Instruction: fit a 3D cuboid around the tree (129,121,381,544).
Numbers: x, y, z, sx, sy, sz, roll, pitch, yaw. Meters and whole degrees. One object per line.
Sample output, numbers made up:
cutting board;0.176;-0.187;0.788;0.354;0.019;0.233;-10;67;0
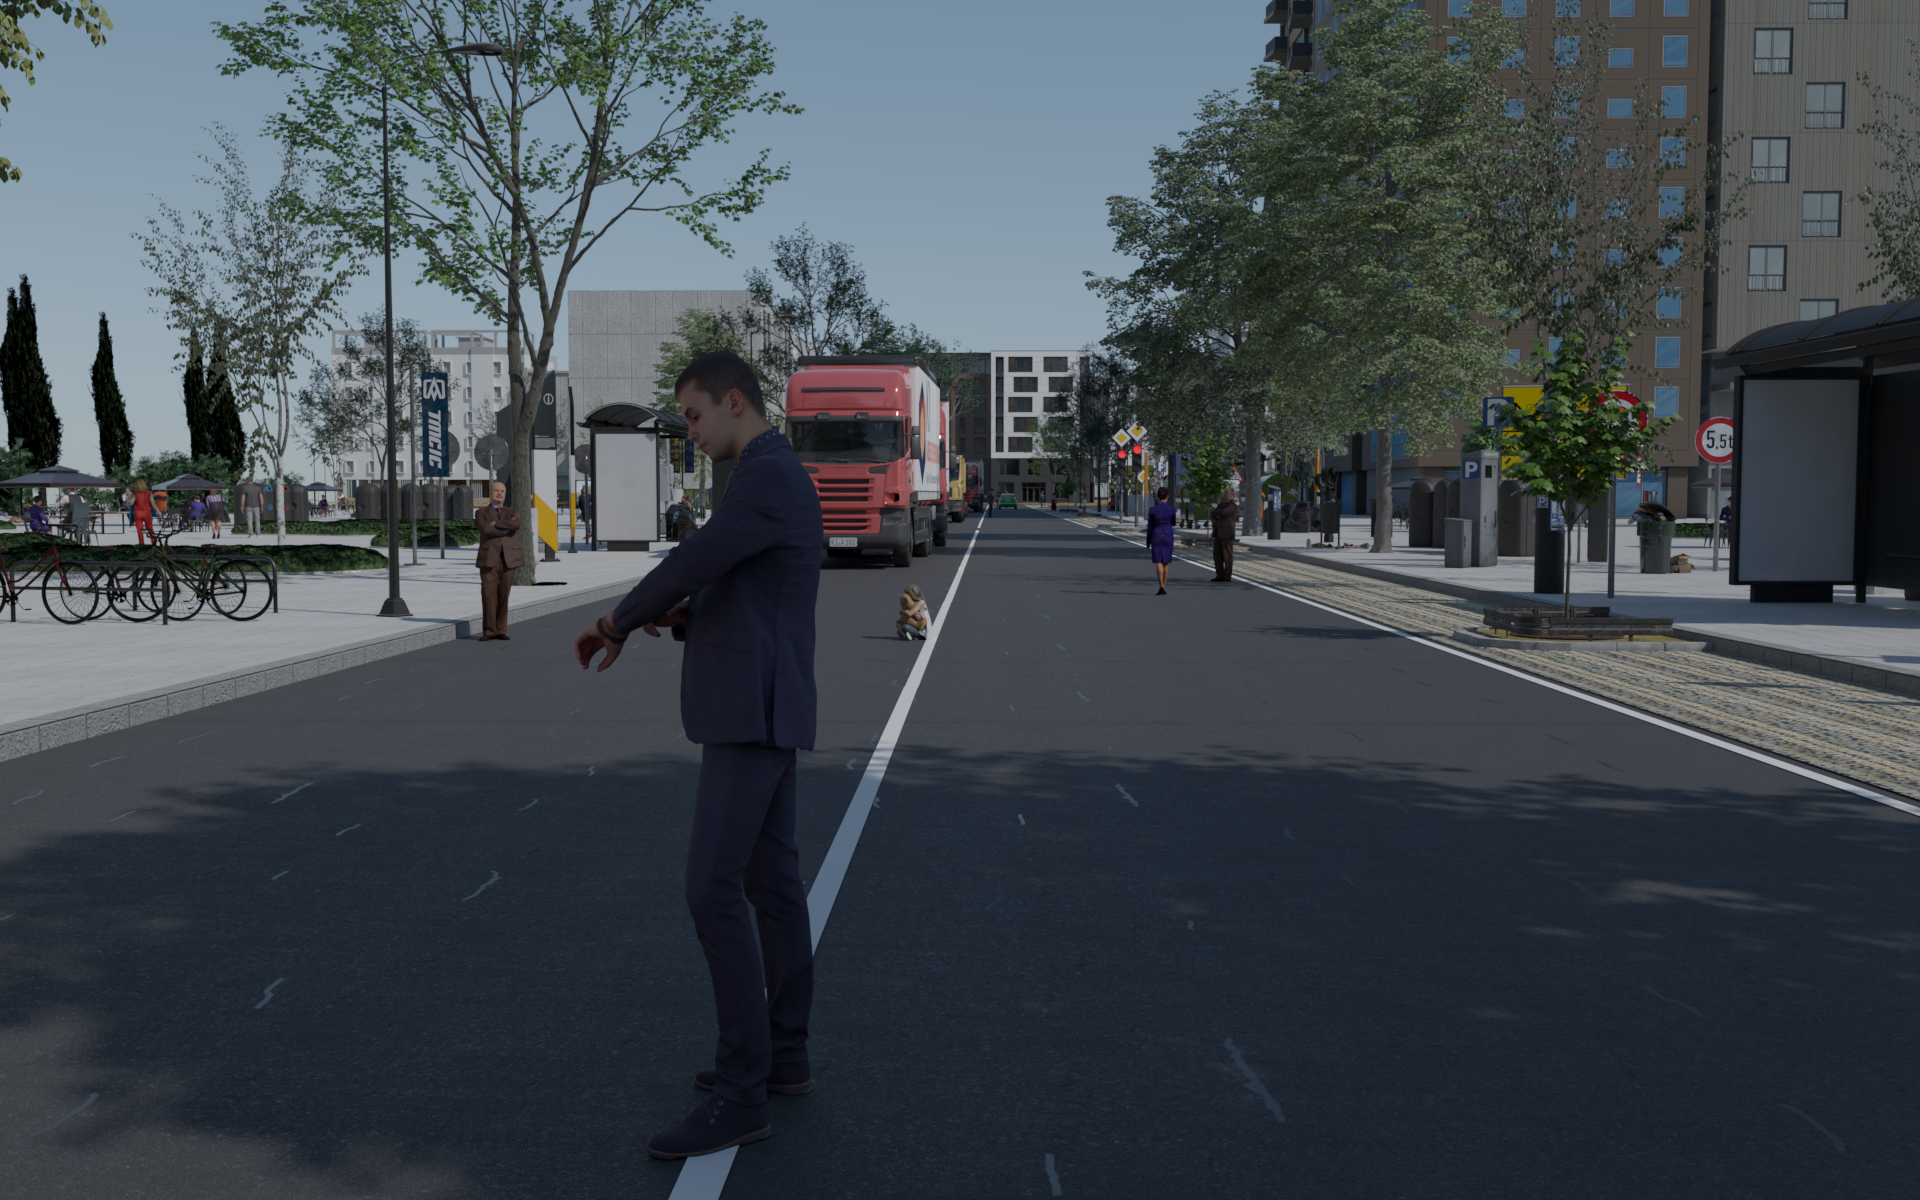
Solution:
tree;-13.464;-5.082;33.456;4.360;8.622;3.978;0;3;0

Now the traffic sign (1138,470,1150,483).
traffic sign;9.950;-5.752;93.781;0.795;2.593;0.064;0;4;1

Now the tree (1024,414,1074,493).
tree;11.992;-18.161;222.683;9.928;11.665;9.643;0;3;0

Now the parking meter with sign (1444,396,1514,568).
parking meter with sign;9.113;-2.094;30.503;0.543;3.016;1.738;3;5;41

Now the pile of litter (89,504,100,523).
pile of litter;-38.966;-3.862;77.106;1.176;0.858;1.719;-2;4;-30

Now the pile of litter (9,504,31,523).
pile of litter;-41.767;-3.858;77.047;1.176;0.858;1.719;1;4;18

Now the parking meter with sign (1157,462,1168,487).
parking meter with sign;11.186;-5.910;92.889;0.543;3.016;1.738;-1;4;-22

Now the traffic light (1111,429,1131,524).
traffic light;6.910;-5.228;74.404;0.839;4.253;0.868;0;4;1

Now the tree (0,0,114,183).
tree;-7.451;-3.760;11.838;4.737;8.622;4.395;0;3;0

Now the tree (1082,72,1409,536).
tree;8.839;-8.928;52.634;9.857;13.997;8.962;0;3;0

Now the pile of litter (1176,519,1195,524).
pile of litter;9.726;-3.746;75.211;1.176;0.858;1.719;0;4;5

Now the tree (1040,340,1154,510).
tree;10.973;-13.919;137.948;12.009;13.543;11.850;0;3;0

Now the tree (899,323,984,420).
tree;-3.290;-20.459;190.393;12.611;20.169;13.585;0;3;0

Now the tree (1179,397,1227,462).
tree;17.707;-10.851;127.772;4.737;8.622;4.395;0;3;0

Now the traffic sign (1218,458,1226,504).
traffic sign;9.071;-3.704;60.666;0.768;2.556;0.104;0;4;3

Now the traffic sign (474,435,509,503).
traffic sign;-10.066;-2.269;37.203;0.768;2.556;0.104;0;4;4

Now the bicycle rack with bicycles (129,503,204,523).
bicycle rack with bicycles;-30.172;-3.235;66.282;2.852;0.926;2.925;2;4;26

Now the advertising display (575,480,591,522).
advertising display;-17.146;-4.521;79.134;0.974;1.923;0.123;-3;5;-44

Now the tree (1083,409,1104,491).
tree;10.761;-10.334;119.323;4.360;8.622;3.978;0;3;0

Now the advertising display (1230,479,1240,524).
advertising display;11.602;-4.237;74.484;0.974;1.923;0.123;-1;4;-23

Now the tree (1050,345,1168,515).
tree;10.027;-10.538;106.713;8.767;10.594;7.601;-3;5;-40

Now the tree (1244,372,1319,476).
tree;16.952;-8.544;90.064;4.737;8.622;4.395;0;3;0

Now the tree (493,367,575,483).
tree;-24.778;-9.245;101.518;4.360;8.622;3.978;0;3;0

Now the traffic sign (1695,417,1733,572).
traffic sign;12.514;-1.743;28.612;0.768;2.556;0.104;1;4;11

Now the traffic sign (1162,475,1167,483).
traffic sign;13.816;-7.039;115.197;0.768;2.556;0.104;0;4;3

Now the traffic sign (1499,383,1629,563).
traffic sign;11.155;-2.337;32.076;2.265;3.308;0.079;1;4;11

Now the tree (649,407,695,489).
tree;-21.461;-11.058;131.159;4.360;8.622;3.978;0;3;0

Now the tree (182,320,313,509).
tree;-57.174;-13.961;130.077;13.155;14.587;18.604;0;4;-4

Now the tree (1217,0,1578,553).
tree;9.303;-7.318;37.781;7.486;12.596;7.792;0;3;0

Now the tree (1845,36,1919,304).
tree;16.035;-4.719;27.521;4.360;8.622;3.978;0;3;0

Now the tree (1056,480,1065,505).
tree;12.052;-12.776;203.485;1.663;3.219;1.824;0;3;0

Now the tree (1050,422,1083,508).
tree;10.395;-12.600;156.372;4.360;8.622;3.978;0;3;0

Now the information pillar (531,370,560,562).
information pillar;-7.817;-2.523;32.610;0.504;3.616;0.183;-3;5;-45

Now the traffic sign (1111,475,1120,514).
traffic sign;10.210;-6.891;112.766;0.768;2.556;0.104;0;4;8

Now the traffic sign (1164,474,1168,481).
traffic sign;13.651;-6.967;113.913;0.884;2.594;0.081;0;4;6

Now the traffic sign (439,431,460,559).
traffic sign;-10.257;-2.089;34.258;0.768;2.556;0.104;0;4;7

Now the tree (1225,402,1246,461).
tree;18.161;-9.873;111.779;4.360;8.622;3.978;0;3;0

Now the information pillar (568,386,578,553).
information pillar;-8.391;-2.819;37.446;0.183;3.616;0.504;-1;4;-17

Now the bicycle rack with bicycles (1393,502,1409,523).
bicycle rack with bicycles;19.793;-3.858;76.460;2.925;0.926;2.852;3;5;40

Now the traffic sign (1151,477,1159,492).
traffic sign;13.307;-7.288;119.268;0.768;2.556;0.104;1;4;9

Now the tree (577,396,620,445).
tree;-26.515;-10.974;129.789;4.737;8.622;4.395;0;3;0

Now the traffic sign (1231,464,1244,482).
traffic sign;11.878;-4.591;75.064;0.884;2.594;0.081;0;4;5

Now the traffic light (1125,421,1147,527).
traffic light;6.758;-4.740;66.421;0.839;4.253;0.868;0;4;1

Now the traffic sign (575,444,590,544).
traffic sign;-9.493;-2.686;44.015;0.768;2.556;0.104;0;4;3

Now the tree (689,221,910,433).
tree;-5.697;-7.693;60.188;8.767;10.594;7.601;0;4;7

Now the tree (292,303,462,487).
tree;-28.705;-9.232;85.350;8.767;10.594;7.601;-1;4;-9

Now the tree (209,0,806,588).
tree;-6.012;-6.015;24.107;9.928;11.665;9.643;0;3;0

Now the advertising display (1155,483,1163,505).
advertising display;11.725;-5.798;100.011;0.974;1.923;0.123;2;4;35

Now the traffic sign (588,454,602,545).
traffic sign;-9.102;-2.547;43.773;0.606;2.300;0.079;1;4;9

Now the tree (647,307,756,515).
tree;-15.490;-11.465;105.580;7.486;12.596;7.792;0;3;0

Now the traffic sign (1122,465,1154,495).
traffic sign;12.543;-7.861;122.392;2.265;3.308;0.079;1;4;10

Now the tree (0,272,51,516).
tree;-58.556;-12.516;106.465;13.155;14.587;18.604;0;4;-2

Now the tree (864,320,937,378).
tree;-4.912;-11.940;113.353;7.486;12.596;7.792;0;3;0

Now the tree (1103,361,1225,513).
tree;10.415;-8.442;88.391;4.360;8.622;3.978;0;3;0

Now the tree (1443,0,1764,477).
tree;8.711;-4.544;24.650;4.360;8.622;3.978;0;3;0

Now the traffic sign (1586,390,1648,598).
traffic sign;8.033;-1.296;21.299;0.768;2.556;0.104;0;4;4

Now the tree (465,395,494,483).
tree;-33.667;-10.729;125.778;4.360;8.622;3.978;0;3;0

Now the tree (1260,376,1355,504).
tree;19.049;-8.945;96.615;4.360;8.622;3.978;0;3;0

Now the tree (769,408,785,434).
tree;-14.890;-12.053;147.423;4.737;8.622;4.395;0;3;0

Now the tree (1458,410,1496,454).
tree;18.014;-4.500;57.287;4.285;4.588;4.351;0;3;0
